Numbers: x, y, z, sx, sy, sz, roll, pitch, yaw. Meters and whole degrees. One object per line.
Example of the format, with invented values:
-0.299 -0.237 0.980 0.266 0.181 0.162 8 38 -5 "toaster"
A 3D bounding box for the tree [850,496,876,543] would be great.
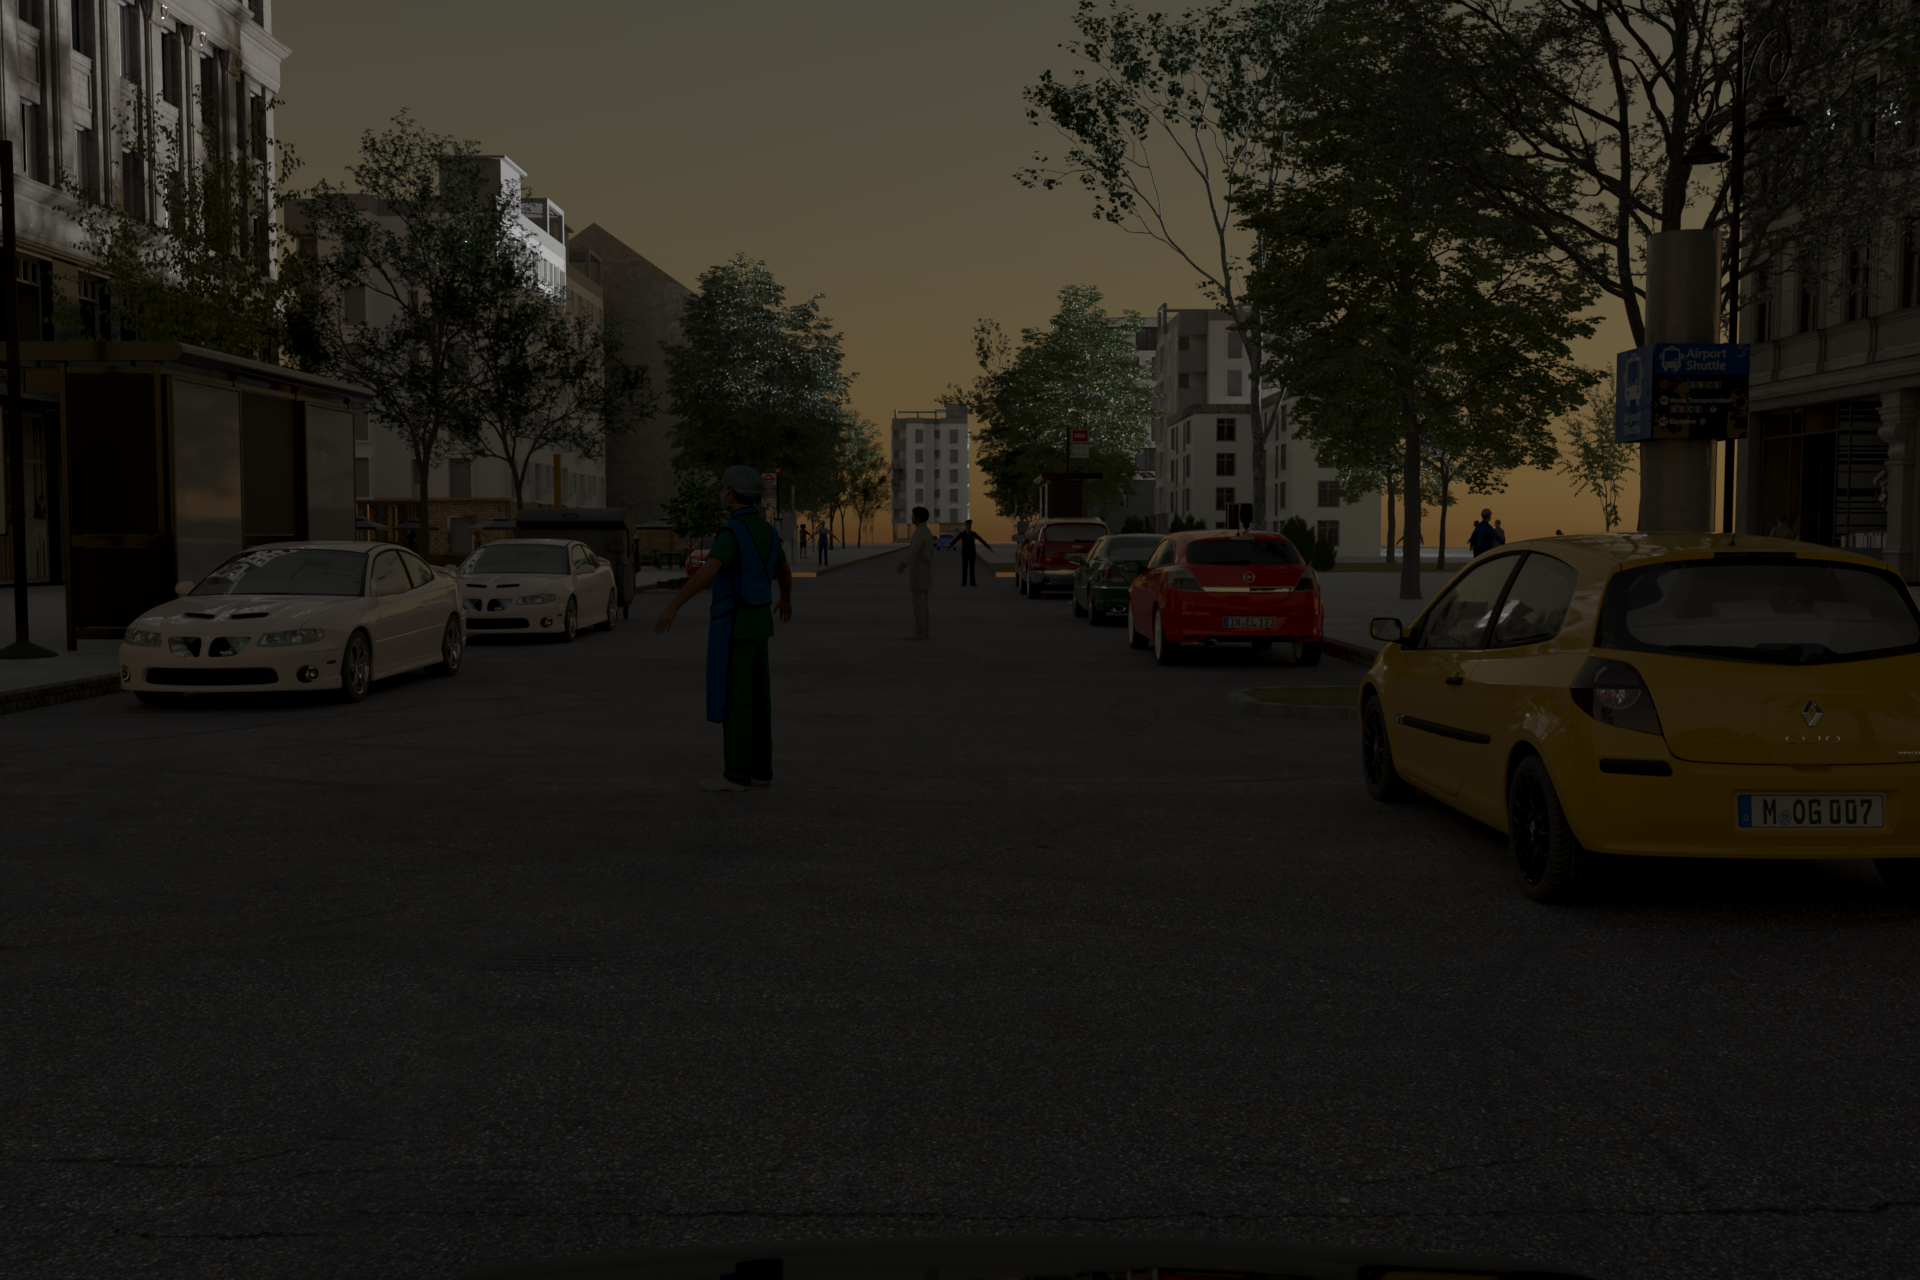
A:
-13.255 -18.233 248.473 4.360 8.622 3.978 0 3 0 "tree"

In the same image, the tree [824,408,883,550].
-10.212 -13.061 139.296 9.928 11.665 9.643 0 3 0 "tree"

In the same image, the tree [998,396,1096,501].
5.429 -10.304 102.886 7.601 10.594 8.767 -3 4 -39 "tree"

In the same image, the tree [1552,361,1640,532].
27.189 -7.503 73.044 4.737 8.622 4.395 0 3 0 "tree"

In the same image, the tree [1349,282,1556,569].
17.736 -7.826 62.367 7.601 10.594 8.767 0 4 -2 "tree"

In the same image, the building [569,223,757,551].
-25.934 -18.400 131.776 19.493 23.208 18.063 0 4 -1 "building"

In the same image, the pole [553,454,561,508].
-10.263 -3.081 44.212 0.158 3.312 0.155 0 3 0 "pole"

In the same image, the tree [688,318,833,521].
-10.550 -10.448 88.958 7.486 12.596 7.792 0 3 0 "tree"

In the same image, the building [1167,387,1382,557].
19.505 -10.377 111.811 9.099 9.664 28.070 0 4 0 "building"

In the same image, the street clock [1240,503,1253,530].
6.669 -2.190 40.371 0.358 2.002 0.471 0 4 -1 "street clock"

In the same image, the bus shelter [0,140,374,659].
-9.472 -2.611 20.318 2.179 5.291 8.768 0 4 1 "bus shelter"

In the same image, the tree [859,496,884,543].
-12.697 -18.650 255.295 4.360 8.622 3.978 0 3 0 "tree"

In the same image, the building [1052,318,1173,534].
23.317 -20.542 179.837 27.936 21.610 32.646 0 3 0 "building"

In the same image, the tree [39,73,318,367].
-12.108 -4.727 27.656 4.737 8.622 4.395 0 3 0 "tree"

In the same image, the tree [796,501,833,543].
-21.411 -19.561 254.237 7.601 10.594 8.767 0 4 5 "tree"

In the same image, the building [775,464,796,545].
-26.052 -21.617 209.855 16.016 20.090 11.380 0 4 0 "building"

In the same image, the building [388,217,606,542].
-29.044 -15.194 104.840 16.016 20.090 11.380 0 4 0 "building"

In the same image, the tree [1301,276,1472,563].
18.642 -9.675 76.311 7.486 12.596 7.792 0 3 0 "tree"

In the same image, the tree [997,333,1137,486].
5.495 -9.959 88.577 9.928 11.665 9.643 0 3 0 "tree"

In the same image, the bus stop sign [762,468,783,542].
-7.518 -4.942 69.510 0.855 3.939 0.416 0 4 1 "bus stop sign"

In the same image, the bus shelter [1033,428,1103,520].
3.843 -5.239 63.286 2.179 5.291 8.768 0 4 0 "bus shelter"

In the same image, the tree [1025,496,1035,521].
10.620 -18.693 255.988 4.360 8.622 3.978 0 3 0 "tree"

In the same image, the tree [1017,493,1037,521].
5.694 -11.755 142.556 4.737 8.622 4.395 0 3 0 "tree"

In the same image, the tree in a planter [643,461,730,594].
-6.568 -2.748 42.156 1.991 3.239 1.994 0 4 0 "tree in a planter"

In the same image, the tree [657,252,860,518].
-9.127 -10.504 78.399 9.857 13.997 8.962 0 3 0 "tree"

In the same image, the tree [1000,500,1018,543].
8.217 -18.383 250.921 4.360 8.622 3.978 0 3 0 "tree"

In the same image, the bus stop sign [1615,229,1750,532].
6.363 -1.609 15.326 0.837 3.901 0.837 0 4 0 "bus stop sign"

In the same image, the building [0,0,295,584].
-28.364 -16.246 45.218 16.754 29.471 25.880 0 4 -1 "building"

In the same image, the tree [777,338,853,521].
-9.886 -11.107 99.719 7.486 12.596 7.792 0 3 0 "tree"

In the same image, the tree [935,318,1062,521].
4.119 -18.199 153.446 12.611 20.169 13.585 0 3 0 "tree"

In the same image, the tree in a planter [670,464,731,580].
-6.637 -2.887 44.432 1.991 3.239 1.994 0 3 0 "tree in a planter"

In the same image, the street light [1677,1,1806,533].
7.021 -2.627 15.738 0.468 5.910 1.993 0 4 -1 "street light"

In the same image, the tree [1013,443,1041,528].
5.291 -10.898 128.546 4.737 8.622 4.395 0 3 0 "tree"

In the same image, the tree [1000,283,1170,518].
5.676 -9.857 79.294 7.486 12.596 7.792 0 3 0 "tree"

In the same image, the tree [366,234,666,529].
-12.953 -7.141 51.173 8.767 10.594 7.601 -2 4 -24 "tree"

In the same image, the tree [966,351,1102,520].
5.492 -12.893 117.455 9.857 13.997 8.962 0 3 0 "tree"

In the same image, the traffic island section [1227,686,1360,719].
3.273 0.518 14.397 1.991 0.108 1.994 0 4 -1 "traffic island section"

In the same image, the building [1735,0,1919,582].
27.253 -12.198 49.400 10.553 20.879 40.483 0 4 0 "building"

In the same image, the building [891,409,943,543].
-9.630 -24.127 253.358 11.380 20.090 16.016 -1 4 -9 "building"

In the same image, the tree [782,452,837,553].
-10.094 -10.189 116.950 4.737 8.622 4.395 0 3 0 "tree"

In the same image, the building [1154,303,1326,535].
21.225 -17.499 142.520 16.016 20.090 11.380 0 4 -1 "building"

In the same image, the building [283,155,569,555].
-27.655 -14.158 87.903 16.016 20.090 11.380 0 4 -1 "building"

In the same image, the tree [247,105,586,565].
-12.306 -6.387 38.835 8.767 10.594 7.601 1 4 17 "tree"

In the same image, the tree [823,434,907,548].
-9.349 -13.893 161.555 8.767 10.594 7.601 -2 4 -27 "tree"

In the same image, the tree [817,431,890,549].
-10.100 -13.271 151.385 8.767 10.594 7.601 0 4 6 "tree"

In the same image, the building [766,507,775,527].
-30.161 -21.797 187.315 19.493 23.208 18.063 0 4 -1 "building"
